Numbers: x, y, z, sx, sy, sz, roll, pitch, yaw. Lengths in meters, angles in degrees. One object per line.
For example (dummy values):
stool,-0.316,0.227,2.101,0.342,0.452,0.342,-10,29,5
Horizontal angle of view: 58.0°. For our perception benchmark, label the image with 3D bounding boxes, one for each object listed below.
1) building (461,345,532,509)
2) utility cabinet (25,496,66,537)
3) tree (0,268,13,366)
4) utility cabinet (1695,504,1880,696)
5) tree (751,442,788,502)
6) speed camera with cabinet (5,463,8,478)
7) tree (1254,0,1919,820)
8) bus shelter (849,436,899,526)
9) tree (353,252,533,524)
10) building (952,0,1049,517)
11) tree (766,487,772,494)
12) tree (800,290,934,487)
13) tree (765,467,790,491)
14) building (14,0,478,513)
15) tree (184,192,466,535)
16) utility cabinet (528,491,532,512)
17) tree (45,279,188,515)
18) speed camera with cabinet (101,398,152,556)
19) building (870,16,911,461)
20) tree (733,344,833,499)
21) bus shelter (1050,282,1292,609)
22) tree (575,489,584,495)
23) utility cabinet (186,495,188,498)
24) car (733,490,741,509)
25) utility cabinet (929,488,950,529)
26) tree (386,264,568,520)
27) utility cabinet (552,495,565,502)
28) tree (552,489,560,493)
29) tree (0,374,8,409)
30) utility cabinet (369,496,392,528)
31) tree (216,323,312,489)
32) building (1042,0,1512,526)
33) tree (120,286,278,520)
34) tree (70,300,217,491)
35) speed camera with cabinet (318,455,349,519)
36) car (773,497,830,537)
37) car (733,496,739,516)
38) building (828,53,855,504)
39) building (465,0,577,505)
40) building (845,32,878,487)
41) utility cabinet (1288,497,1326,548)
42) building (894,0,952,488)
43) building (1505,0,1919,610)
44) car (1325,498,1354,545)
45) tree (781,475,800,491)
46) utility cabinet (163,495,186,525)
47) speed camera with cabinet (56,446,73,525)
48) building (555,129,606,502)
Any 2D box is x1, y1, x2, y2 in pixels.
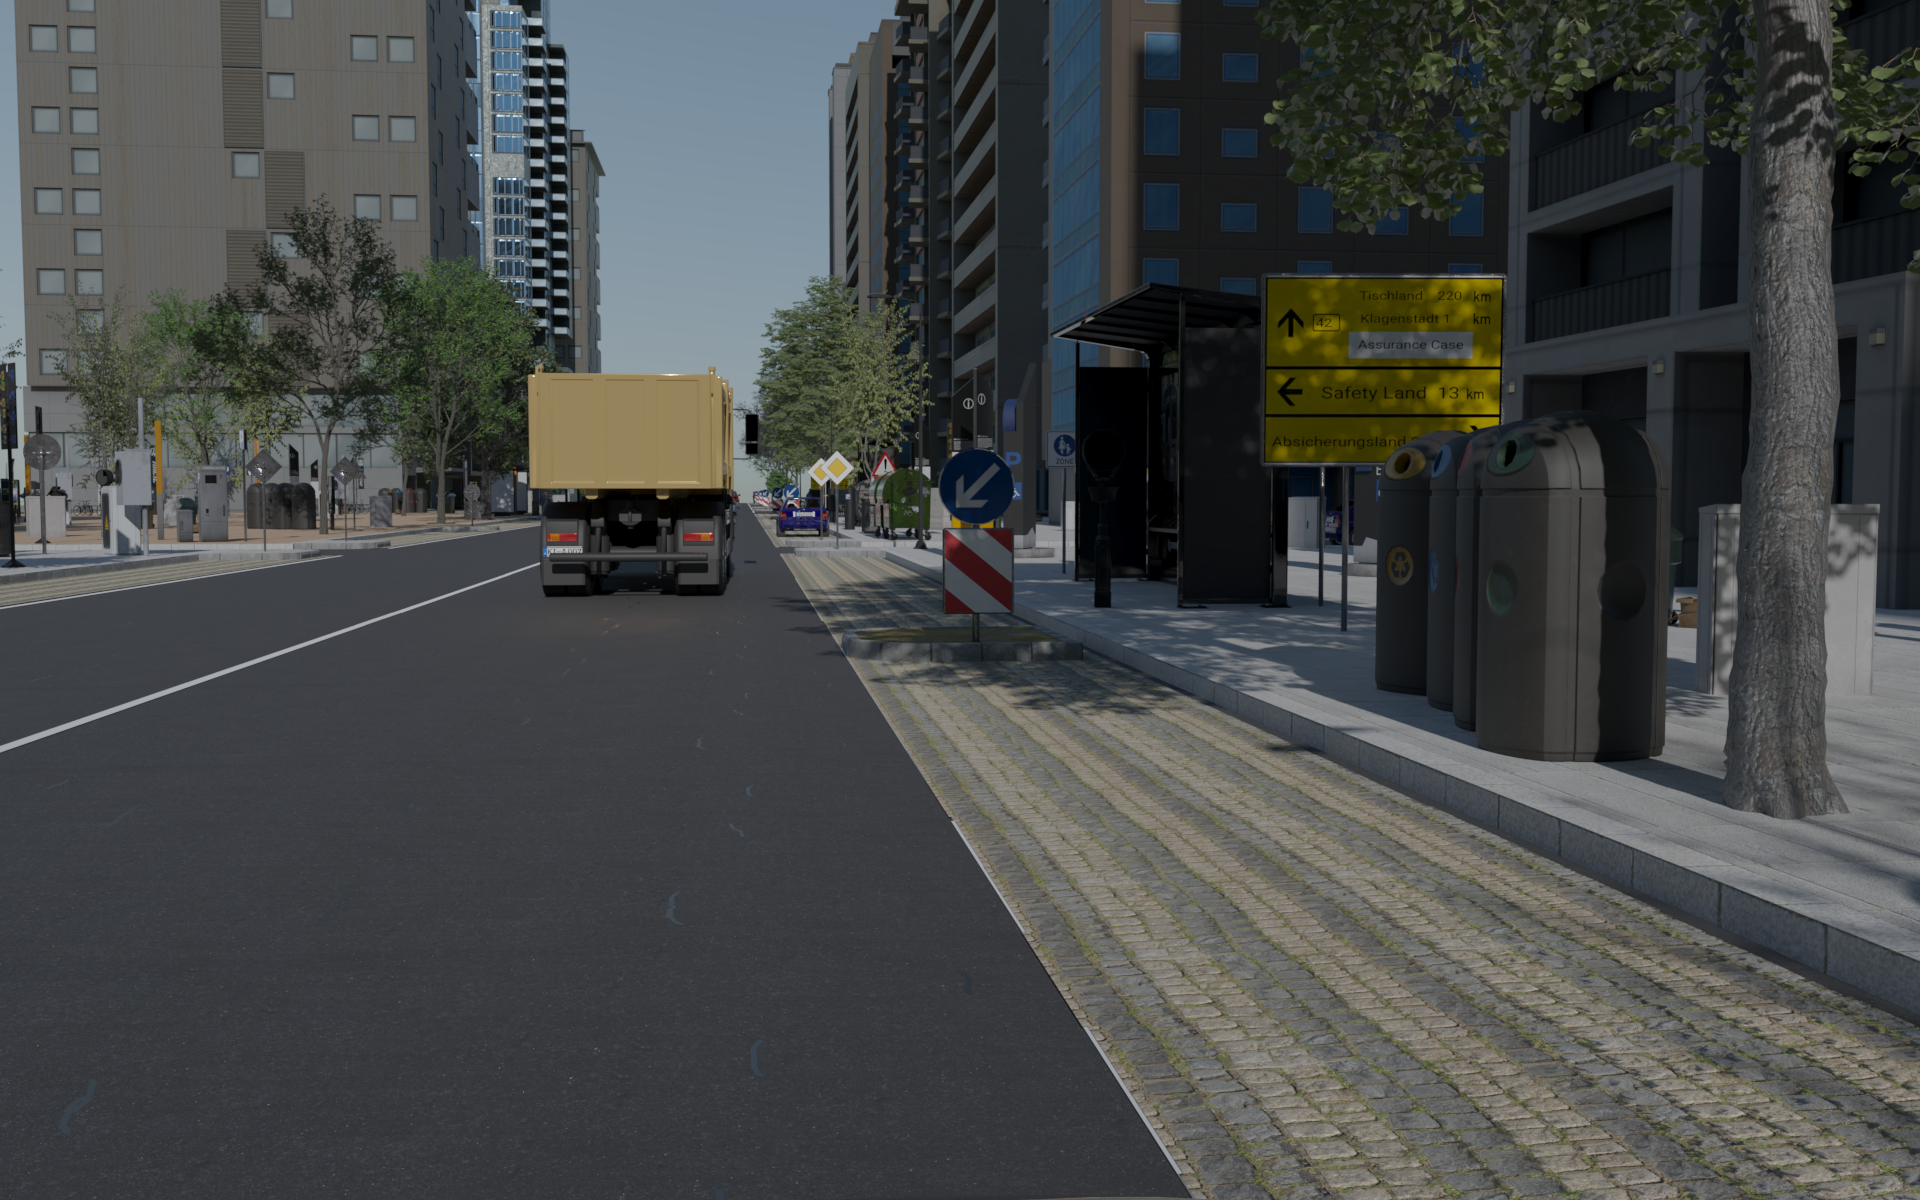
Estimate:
building,-55.299,-19.252,159.817,27.650,21.520,28.899,0,4,-7
utility cabinet,-27.373,-2.490,51.868,1.020,1.237,0.306,-3,5,-40
tree,-30.623,-6.241,52.409,4.360,8.622,3.978,0,3,0
utility cabinet,5.307,0.001,11.143,1.020,1.237,0.306,0,4,2
tree,-29.488,-21.257,273.302,9.928,11.665,9.643,0,3,0
speed camera with cabinet,-60.709,-7.042,109.480,0.660,3.252,2.038,1,4,22
tree,2.955,-5.428,6.868,7.486,12.596,7.792,0,3,0
bus shelter,-3.641,-5.030,73.517,1.731,3.624,6.357,0,4,-7
tree,-22.380,-9.103,74.596,9.928,11.665,9.643,0,3,0
building,11.339,-29.563,107.056,21.300,48.544,21.600,0,4,-7
tree,-27.135,-15.566,249.108,1.663,3.219,1.824,0,3,0
tree,-3.136,-6.923,63.546,4.737,8.622,4.395,0,3,0
tree,-21.783,-13.683,207.435,4.285,4.588,4.351,0,3,0
building,-51.697,-33.132,130.950,28.713,52.752,27.495,0,4,-7
tree,-20.199,-7.338,54.383,8.767,10.594,7.601,0,4,-7
utility cabinet,-29.791,-6.752,119.067,1.173,1.500,0.318,2,4,30
tree,-29.459,-6.717,60.191,4.360,8.622,3.978,0,3,0
speed camera with cabinet,-17.419,-2.557,36.145,0.660,3.252,2.038,-3,4,-37
building,-0.973,-31.342,162.557,14.600,45.320,14.200,0,4,-7
tree,-13.377,-14.072,140.441,12.009,13.543,11.850,0,3,0
bus shelter,2.565,-1.906,22.448,1.731,3.624,6.357,0,4,-7
tree,-30.992,-9.078,143.021,1.663,3.219,1.824,0,3,0
utility cabinet,-44.051,-5.303,97.865,1.020,1.237,0.306,2,4,26
car,-22.938,-9.983,171.888,2.281,1.827,5.304,0,4,-6
utility cabinet,-0.830,-3.305,62.715,0.318,1.500,1.173,-2,4,-35
tree,-23.767,-10.384,86.787,9.611,12.733,9.660,0,3,0
utility cabinet,-27.978,-6.723,121.087,1.020,1.237,0.306,-2,4,-30
tree,-27.383,-7.450,116.410,1.663,3.219,1.824,0,3,0
tree,-16.660,-2.649,27.025,4.285,4.588,4.351,0,3,0
utility cabinet,-22.380,-3.411,66.926,0.306,1.237,1.020,1,4,19
tree,-30.398,-7.636,75.205,4.737,8.622,4.395,0,3,0
building,11.261,-25.389,65.227,14.200,45.320,14.600,0,4,-7
tree,-38.183,-9.890,87.450,9.928,11.665,9.643,0,3,0
tree,-32.195,-7.114,66.676,4.737,8.622,4.395,0,3,0
speed camera with cabinet,-32.112,-5.773,88.732,2.038,3.252,0.660,3,5,41
car,-5.342,-2.813,58.572,1.945,1.354,3.894,0,4,-7
car,-15.684,-6.302,115.039,2.014,1.417,4.499,0,4,-7
building,-7.544,-42.669,239.630,21.231,58.520,28.212,0,4,-7
building,-60.629,-55.656,222.647,22.319,86.520,31.000,0,4,-7
building,-0.600,-34.059,180.561,21.300,48.544,21.600,0,4,-7
utility cabinet,8.272,-1.849,41.392,0.306,1.237,1.020,-2,4,-32
building,6.160,-29.797,141.807,22.147,44.769,28.867,0,4,-7
building,19.910,-35.751,22.775,20.563,71.187,20.611,0,4,-7
car,11.411,-1.985,45.034,3.894,1.354,1.945,0,4,-5
tree,-19.522,-12.331,196.213,1.663,3.219,1.824,0,3,0
utility cabinet,-32.345,-3.662,71.039,1.020,1.237,0.306,2,4,25
speed camera with cabinet,-37.574,-4.780,72.495,0.660,3.252,2.038,-2,4,-32
building,-66.819,-40.556,252.323,28.713,52.752,27.495,0,4,-7
